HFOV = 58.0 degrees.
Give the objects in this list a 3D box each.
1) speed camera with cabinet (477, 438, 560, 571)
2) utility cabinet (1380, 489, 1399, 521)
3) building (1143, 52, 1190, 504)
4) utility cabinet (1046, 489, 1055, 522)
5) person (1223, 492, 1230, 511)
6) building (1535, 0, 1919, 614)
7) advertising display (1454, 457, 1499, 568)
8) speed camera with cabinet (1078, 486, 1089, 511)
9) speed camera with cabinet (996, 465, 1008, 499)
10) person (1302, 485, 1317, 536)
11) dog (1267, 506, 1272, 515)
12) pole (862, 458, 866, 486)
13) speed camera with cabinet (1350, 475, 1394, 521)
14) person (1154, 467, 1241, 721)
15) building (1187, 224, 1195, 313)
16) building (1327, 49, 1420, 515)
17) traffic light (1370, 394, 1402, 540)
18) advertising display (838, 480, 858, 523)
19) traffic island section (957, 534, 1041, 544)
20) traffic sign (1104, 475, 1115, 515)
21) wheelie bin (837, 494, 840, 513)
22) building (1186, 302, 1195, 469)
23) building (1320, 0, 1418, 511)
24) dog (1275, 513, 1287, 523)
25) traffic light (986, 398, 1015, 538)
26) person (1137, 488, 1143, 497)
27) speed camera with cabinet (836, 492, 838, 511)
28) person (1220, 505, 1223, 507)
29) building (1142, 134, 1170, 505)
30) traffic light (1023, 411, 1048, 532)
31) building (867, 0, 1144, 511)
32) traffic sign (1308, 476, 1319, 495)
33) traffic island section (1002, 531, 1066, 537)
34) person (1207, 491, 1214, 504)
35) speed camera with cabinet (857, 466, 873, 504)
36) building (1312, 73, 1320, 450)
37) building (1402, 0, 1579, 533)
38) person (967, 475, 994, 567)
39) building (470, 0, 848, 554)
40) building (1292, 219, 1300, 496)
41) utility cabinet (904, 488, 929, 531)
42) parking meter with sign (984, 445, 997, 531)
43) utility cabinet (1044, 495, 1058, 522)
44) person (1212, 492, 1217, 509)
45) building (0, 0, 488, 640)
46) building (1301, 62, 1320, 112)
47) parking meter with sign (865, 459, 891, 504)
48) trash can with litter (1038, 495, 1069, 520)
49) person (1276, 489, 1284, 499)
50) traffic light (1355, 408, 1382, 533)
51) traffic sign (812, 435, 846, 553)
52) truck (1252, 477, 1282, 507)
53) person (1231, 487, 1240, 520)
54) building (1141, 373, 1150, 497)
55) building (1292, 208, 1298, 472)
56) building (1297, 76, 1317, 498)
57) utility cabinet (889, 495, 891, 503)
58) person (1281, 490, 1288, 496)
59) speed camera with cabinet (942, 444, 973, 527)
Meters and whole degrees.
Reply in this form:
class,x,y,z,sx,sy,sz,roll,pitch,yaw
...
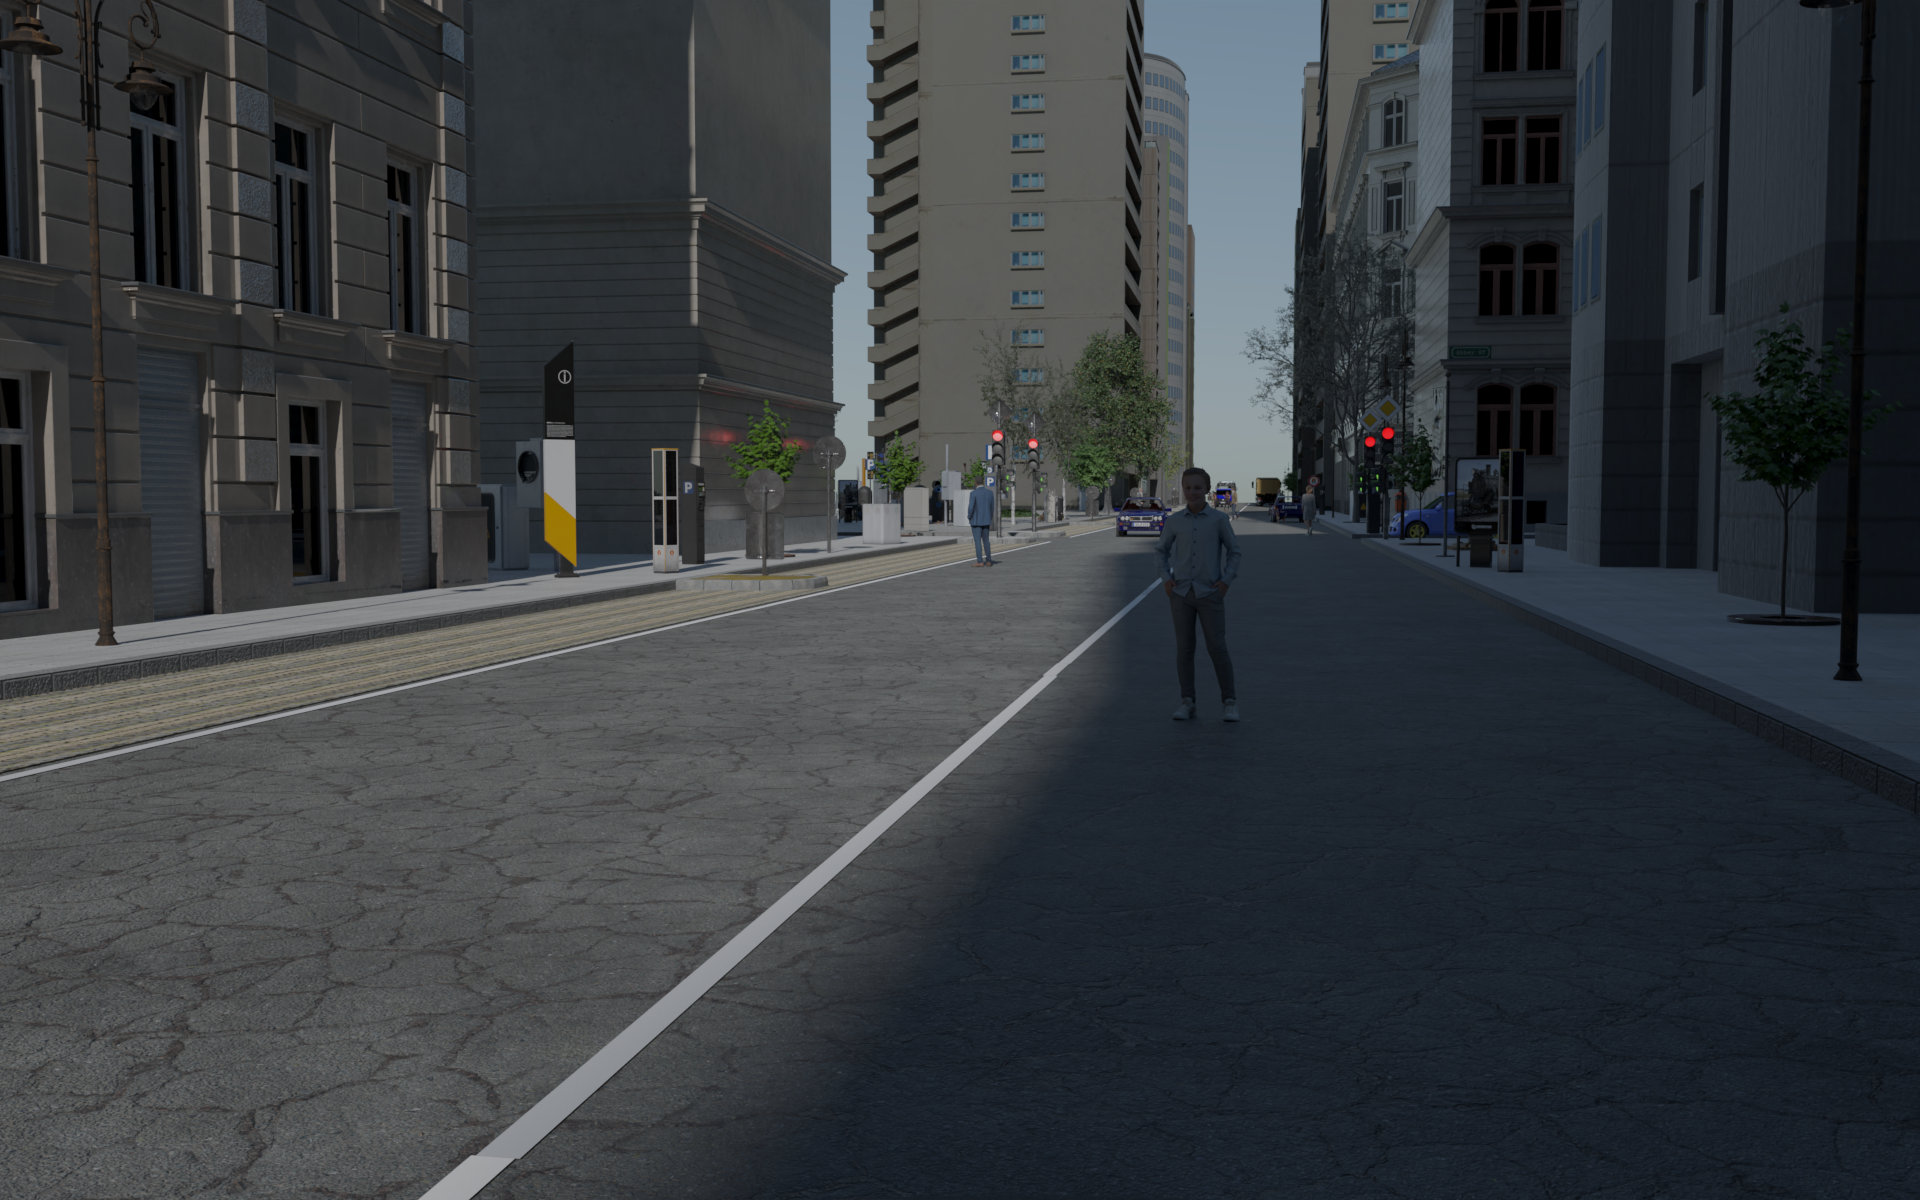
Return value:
class,x,y,z,sx,sy,sz,roll,pitch,yaw
speed camera with cabinet,-7.435,-2.122,29.036,2.038,3.252,0.660,3,5,40
utility cabinet,20.308,-4.509,82.404,0.318,1.500,1.173,-3,4,-37
building,19.183,-42.147,231.100,21.231,58.520,28.212,1,4,10
utility cabinet,4.055,-4.238,77.962,0.318,1.500,1.173,0,4,-3
person,22.497,-8.329,146.153,0.593,1.643,0.415,-1,4,-9
building,21.930,-29.778,28.872,21.231,58.520,28.212,1,4,10
advertising display,9.106,-1.529,30.216,0.974,1.923,0.123,3,5,40
speed camera with cabinet,9.447,-8.461,132.668,0.660,3.252,2.038,0,4,-3
speed camera with cabinet,1.204,-5.151,78.547,2.038,3.252,0.660,-2,4,-32
person,12.032,-3.079,59.584,0.466,1.731,0.760,-1,4,-10
dog,20.942,-6.156,117.491,0.800,0.831,0.513,0,4,-8
pole,-5.457,-6.389,98.297,0.158,3.312,0.155,0,3,0
speed camera with cabinet,19.904,-5.462,83.639,2.038,3.252,0.660,-1,4,-12
person,1.510,-0.045,11.044,0.589,1.601,0.330,2,4,25
building,30.573,-38.508,279.723,14.600,45.320,14.200,1,4,10
building,32.091,-20.206,106.781,17.030,29.872,44.131,1,4,10
traffic light,12.015,-3.664,48.835,0.839,4.253,0.868,1,4,10
advertising display,-5.013,-4.422,77.507,0.974,1.923,0.123,-2,4,-30
traffic island section,1.124,-1.746,50.835,2.009,0.180,2.903,1,4,10
traffic sign,9.223,-6.554,107.261,0.768,2.556,0.104,1,4,16
wheelie bin,-7.283,-6.133,108.188,0.693,1.594,0.980,3,4,37
building,28.641,-30.243,266.172,14.160,30.474,14.107,1,4,10
building,40.237,-31.605,140.443,21.300,48.544,21.600,1,4,10
dog,15.700,-3.999,84.679,0.406,0.507,0.540,2,4,31
traffic light,1.162,-3.778,50.694,0.839,4.253,0.868,1,4,10
person,9.980,-5.287,95.338,0.834,1.777,0.661,1,4,12
speed camera with cabinet,-8.517,-8.511,133.486,2.038,3.252,0.660,1,4,11
person,29.183,-11.278,193.608,0.721,1.735,1.217,3,5,44
building,15.828,-31.152,192.937,14.154,41.232,14.086,1,4,10
traffic light,2.526,-4.259,58.562,0.839,4.253,0.868,1,4,10
building,3.954,-31.901,145.288,21.300,48.544,21.600,1,4,10
traffic sign,24.271,-7.262,118.842,0.768,2.556,0.104,1,4,19
traffic island section,2.488,-2.228,58.703,2.009,0.180,2.903,1,4,10
person,29.737,-11.926,203.486,1.348,1.824,0.705,1,4,16
speed camera with cabinet,-6.641,-7.817,122.140,0.660,3.252,2.038,-3,5,-44
building,45.249,-31.231,165.253,22.147,44.769,28.867,1,4,10
building,28.208,-16.771,61.589,23.554,28.519,14.401,1,4,10
person,0.426,-1.548,33.991,0.721,1.800,0.419,-3,5,-41
building,-20.998,-13.851,45.545,34.723,24.649,14.460,1,4,10
building,56.878,-35.137,258.090,14.154,41.232,14.086,1,4,10
utility cabinet,-1.492,-3.110,59.533,0.318,1.500,1.173,-2,4,-33
parking meter with sign,1.066,-3.916,60.289,0.543,3.016,1.738,0,4,8
utility cabinet,4.193,-4.198,79.798,0.306,1.237,1.020,-1,4,-19
person,21.232,-8.219,144.344,0.415,1.643,0.593,-1,4,-17
building,-14.377,-13.195,12.998,12.463,27.353,25.104,1,4,10
building,57.037,-42.453,236.112,21.231,58.520,28.212,1,4,10
parking meter with sign,-3.958,-5.469,85.685,0.543,3.016,1.738,-3,4,-38
trash can with litter,4.632,-4.619,86.574,2.233,1.210,1.678,-3,5,-44
person,21.072,-6.445,114.270,0.834,1.777,0.661,-3,5,-44
traffic light,13.379,-4.146,56.703,0.839,4.253,0.868,1,4,10
traffic sign,-2.848,-2.294,37.619,0.768,2.556,0.104,1,4,14
truck,35.446,-12.462,199.674,3.469,3.379,9.791,1,4,8
person,15.455,-5.456,97.618,0.836,1.842,0.656,-3,5,-42
building,8.020,-52.440,170.068,22.319,86.520,31.000,1,4,10
building,63.917,-39.818,274.725,21.300,48.544,21.600,1,4,10
building,48.641,-34.732,191.565,21.300,48.544,21.600,1,4,10
utility cabinet,-5.187,-6.439,116.433,1.020,1.237,0.306,-1,4,-9
person,29.259,-9.015,156.431,0.750,1.759,0.617,-1,4,-12
speed camera with cabinet,-0.031,-4.525,68.316,0.660,3.252,2.038,-2,4,-27
